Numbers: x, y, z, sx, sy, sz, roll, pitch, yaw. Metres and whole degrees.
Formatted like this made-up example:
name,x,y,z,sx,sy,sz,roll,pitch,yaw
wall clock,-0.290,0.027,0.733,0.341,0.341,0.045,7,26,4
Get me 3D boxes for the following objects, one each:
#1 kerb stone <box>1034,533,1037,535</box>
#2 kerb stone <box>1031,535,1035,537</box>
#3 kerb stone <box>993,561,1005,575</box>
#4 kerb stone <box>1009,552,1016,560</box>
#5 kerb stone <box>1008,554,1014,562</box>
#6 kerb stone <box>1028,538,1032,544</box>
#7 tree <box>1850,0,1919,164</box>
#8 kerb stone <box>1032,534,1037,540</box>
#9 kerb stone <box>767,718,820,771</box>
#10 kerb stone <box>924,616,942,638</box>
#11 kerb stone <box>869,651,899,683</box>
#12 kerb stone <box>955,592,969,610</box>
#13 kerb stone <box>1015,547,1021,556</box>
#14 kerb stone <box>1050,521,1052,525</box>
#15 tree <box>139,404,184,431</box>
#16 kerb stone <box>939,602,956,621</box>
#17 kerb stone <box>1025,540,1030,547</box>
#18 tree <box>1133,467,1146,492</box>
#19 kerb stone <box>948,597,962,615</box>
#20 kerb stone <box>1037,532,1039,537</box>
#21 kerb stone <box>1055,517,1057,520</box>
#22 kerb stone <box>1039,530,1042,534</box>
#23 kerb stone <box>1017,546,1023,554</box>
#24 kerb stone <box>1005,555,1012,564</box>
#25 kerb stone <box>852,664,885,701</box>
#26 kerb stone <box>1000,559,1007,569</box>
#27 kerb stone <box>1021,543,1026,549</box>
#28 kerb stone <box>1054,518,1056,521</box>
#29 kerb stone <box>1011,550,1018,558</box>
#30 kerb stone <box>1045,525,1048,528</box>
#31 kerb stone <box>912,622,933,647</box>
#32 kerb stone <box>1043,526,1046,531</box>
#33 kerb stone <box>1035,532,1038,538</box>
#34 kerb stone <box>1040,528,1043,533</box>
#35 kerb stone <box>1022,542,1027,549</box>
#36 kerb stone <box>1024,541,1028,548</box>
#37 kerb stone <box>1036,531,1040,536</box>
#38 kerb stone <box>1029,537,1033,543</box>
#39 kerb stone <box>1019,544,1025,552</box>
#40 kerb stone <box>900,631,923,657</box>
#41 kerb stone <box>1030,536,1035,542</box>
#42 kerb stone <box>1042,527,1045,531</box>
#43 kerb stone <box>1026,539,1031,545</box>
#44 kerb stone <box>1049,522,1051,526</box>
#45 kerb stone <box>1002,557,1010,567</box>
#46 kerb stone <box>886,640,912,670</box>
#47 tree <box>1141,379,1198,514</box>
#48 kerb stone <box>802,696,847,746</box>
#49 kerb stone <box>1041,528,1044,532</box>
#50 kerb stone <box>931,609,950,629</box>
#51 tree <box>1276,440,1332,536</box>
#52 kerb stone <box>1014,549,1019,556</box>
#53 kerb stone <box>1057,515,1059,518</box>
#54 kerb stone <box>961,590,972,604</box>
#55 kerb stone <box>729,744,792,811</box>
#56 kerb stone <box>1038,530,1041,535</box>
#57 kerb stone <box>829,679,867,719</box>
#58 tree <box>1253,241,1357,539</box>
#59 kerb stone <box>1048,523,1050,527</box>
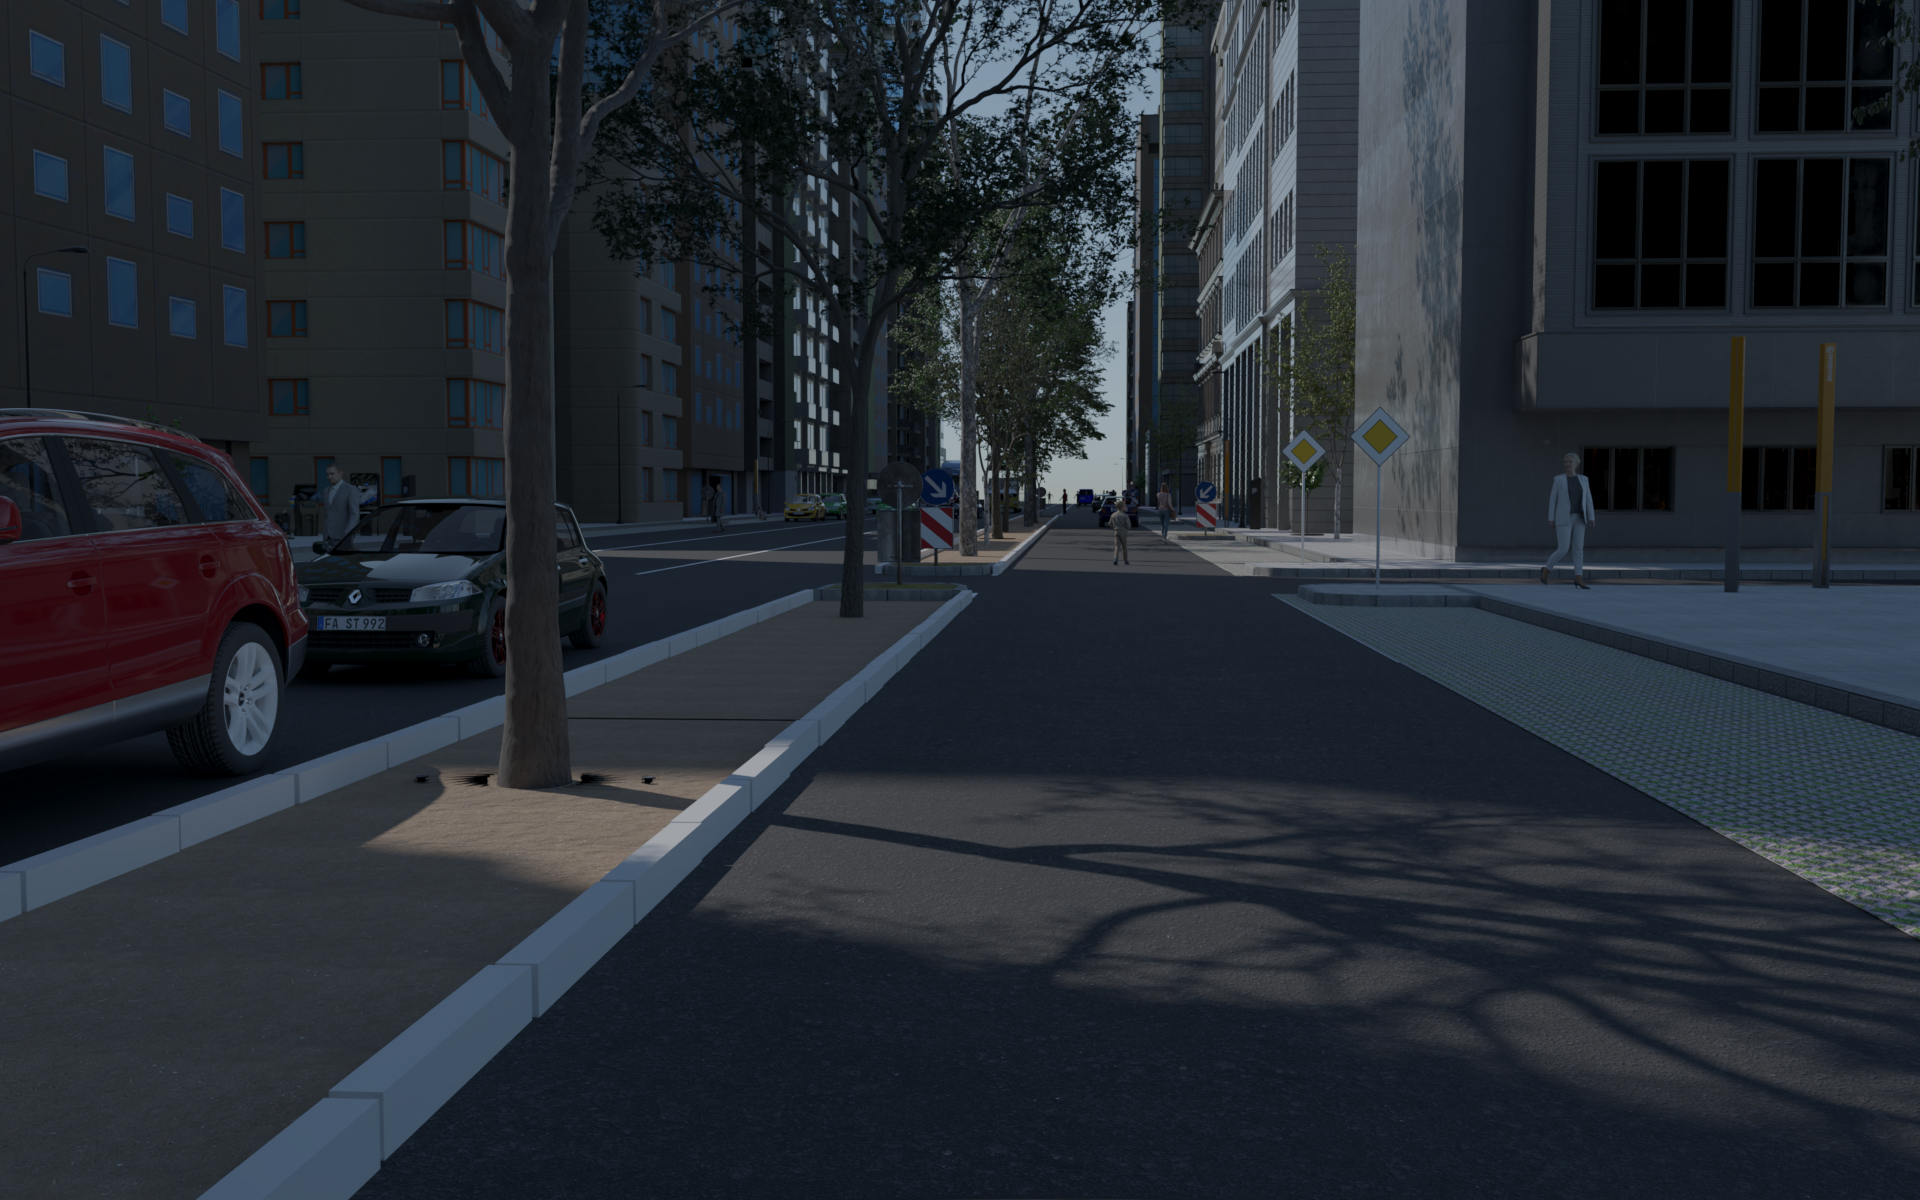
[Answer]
name,x,y,z,sx,sy,sz,roll,pitch,yaw
kerb stone,2.207,-1.867,52.827,0.120,0.150,1.000,0,4,4
kerb stone,2.066,-1.749,50.783,0.120,0.150,1.000,0,4,4
kerb stone,0.680,-0.559,31.340,0.120,0.150,1.000,0,4,4
kerb stone,1.039,-0.866,36.467,0.120,0.150,1.000,0,4,4
kerb stone,0.967,-0.807,35.447,0.120,0.150,1.000,0,4,4
kerb stone,1.845,-1.561,47.716,0.120,0.150,1.000,0,4,4
tree,9.486,-3.939,14.764,4.360,8.622,3.978,0,3,0
kerb stone,2.139,-1.811,51.806,0.120,0.150,1.000,0,4,4
kerb stone,-0.901,0.787,9.323,0.120,0.150,1.000,0,4,4
kerb stone,-0.307,0.296,17.494,0.120,0.150,1.000,0,4,4
kerb stone,-0.605,0.537,13.409,0.120,0.150,1.000,0,4,4
kerb stone,-0.014,0.041,21.584,0.120,0.150,1.000,0,4,4
kerb stone,1.261,-1.061,39.536,0.120,0.150,1.000,0,4,4
kerb stone,3.814,-3.245,75.309,0.120,0.150,1.000,0,4,4
tree,-17.499,-2.618,37.400,1.663,3.219,1.824,0,3,0
kerb stone,-0.165,0.163,19.540,0.120,0.150,1.000,0,4,4
kerb stone,1.699,-1.436,45.677,0.120,0.150,1.000,0,4,4
tree,20.702,-12.546,188.842,4.285,4.588,4.351,0,3,0
kerb stone,-0.096,0.100,20.560,0.120,0.150,1.000,0,4,4
kerb stone,2.352,-1.999,54.873,0.120,0.150,1.000,0,4,4
kerb stone,4.693,-4.000,87.588,0.120,0.150,1.000,0,4,4
kerb stone,2.574,-2.183,57.931,0.120,0.150,1.000,0,4,4
kerb stone,1.341,-1.123,40.557,0.120,0.150,1.000,0,4,4
kerb stone,0.901,-0.748,34.419,0.120,0.150,1.000,0,4,4
kerb stone,-0.668,0.600,12.388,0.120,0.150,1.000,0,4,4
kerb stone,0.750,-0.622,32.363,0.120,0.150,1.000,0,4,4
kerb stone,1.472,-1.242,42.600,0.120,0.150,1.000,0,4,4
kerb stone,4.537,-3.872,85.544,0.120,0.150,1.000,0,4,4
kerb stone,1.120,-0.936,37.492,0.120,0.150,1.000,0,4,4
kerb stone,3.230,-2.739,67.130,0.120,0.150,1.000,0,4,4
kerb stone,-0.381,0.350,16.474,0.120,0.150,1.000,0,4,4
kerb stone,3.008,-2.560,64.067,0.120,0.150,1.000,0,4,4
kerb stone,2.286,-1.936,53.853,0.120,0.150,1.000,0,4,4
kerb stone,2.715,-2.309,59.974,0.120,0.150,1.000,0,4,4
kerb stone,1.555,-1.311,43.627,0.120,0.150,1.000,0,4,4
kerb stone,1.625,-1.373,44.651,0.120,0.150,1.000,0,4,4
kerb stone,2.428,-2.061,55.892,0.120,0.150,1.000,0,4,4
kerb stone,1.915,-1.623,48.736,0.120,0.150,1.000,0,4,4
kerb stone,1.411,-1.186,41.579,0.120,0.150,1.000,0,4,4
kerb stone,-0.461,0.418,15.455,0.120,0.150,1.000,0,4,4
kerb stone,1.997,-1.678,49.764,0.120,0.150,1.000,0,4,4
kerb stone,2.865,-2.426,62.020,0.120,0.150,1.000,0,4,4
kerb stone,1.769,-1.498,46.696,0.120,0.150,1.000,0,4,4
kerb stone,3.663,-3.124,73.270,0.120,0.150,1.000,0,4,4
kerb stone,0.829,-0.683,33.391,0.120,0.150,1.000,0,4,4
kerb stone,-0.527,0.475,14.428,0.120,0.150,1.000,0,4,4
tree,13.637,-9.774,110.163,4.737,8.622,4.395,0,3,0
kerb stone,-0.816,0.725,10.349,0.120,0.150,1.000,0,4,4
kerb stone,2.792,-2.369,61.000,0.120,0.150,1.000,0,4,4
kerb stone,-0.236,0.227,18.521,0.120,0.150,1.000,0,4,4
tree,10.606,-3.605,53.537,1.663,3.219,1.824,0,3,0
kerb stone,1.188,-0.998,38.513,0.120,0.150,1.000,0,4,4
kerb stone,5.264,-4.496,95.769,0.120,0.150,1.000,0,4,4
kerb stone,0.064,-0.026,22.615,0.120,0.150,1.000,0,4,4
kerb stone,-0.959,0.850,8.302,0.120,0.150,1.000,0,4,4
kerb stone,2.497,-2.119,56.912,0.120,0.150,1.000,0,4,4
kerb stone,-0.749,0.662,11.369,0.120,0.150,1.000,0,4,4
tree,10.650,-6.044,49.186,4.737,8.622,4.395,0,3,0
kerb stone,3.519,-2.999,71.226,0.120,0.150,1.000,0,4,4
